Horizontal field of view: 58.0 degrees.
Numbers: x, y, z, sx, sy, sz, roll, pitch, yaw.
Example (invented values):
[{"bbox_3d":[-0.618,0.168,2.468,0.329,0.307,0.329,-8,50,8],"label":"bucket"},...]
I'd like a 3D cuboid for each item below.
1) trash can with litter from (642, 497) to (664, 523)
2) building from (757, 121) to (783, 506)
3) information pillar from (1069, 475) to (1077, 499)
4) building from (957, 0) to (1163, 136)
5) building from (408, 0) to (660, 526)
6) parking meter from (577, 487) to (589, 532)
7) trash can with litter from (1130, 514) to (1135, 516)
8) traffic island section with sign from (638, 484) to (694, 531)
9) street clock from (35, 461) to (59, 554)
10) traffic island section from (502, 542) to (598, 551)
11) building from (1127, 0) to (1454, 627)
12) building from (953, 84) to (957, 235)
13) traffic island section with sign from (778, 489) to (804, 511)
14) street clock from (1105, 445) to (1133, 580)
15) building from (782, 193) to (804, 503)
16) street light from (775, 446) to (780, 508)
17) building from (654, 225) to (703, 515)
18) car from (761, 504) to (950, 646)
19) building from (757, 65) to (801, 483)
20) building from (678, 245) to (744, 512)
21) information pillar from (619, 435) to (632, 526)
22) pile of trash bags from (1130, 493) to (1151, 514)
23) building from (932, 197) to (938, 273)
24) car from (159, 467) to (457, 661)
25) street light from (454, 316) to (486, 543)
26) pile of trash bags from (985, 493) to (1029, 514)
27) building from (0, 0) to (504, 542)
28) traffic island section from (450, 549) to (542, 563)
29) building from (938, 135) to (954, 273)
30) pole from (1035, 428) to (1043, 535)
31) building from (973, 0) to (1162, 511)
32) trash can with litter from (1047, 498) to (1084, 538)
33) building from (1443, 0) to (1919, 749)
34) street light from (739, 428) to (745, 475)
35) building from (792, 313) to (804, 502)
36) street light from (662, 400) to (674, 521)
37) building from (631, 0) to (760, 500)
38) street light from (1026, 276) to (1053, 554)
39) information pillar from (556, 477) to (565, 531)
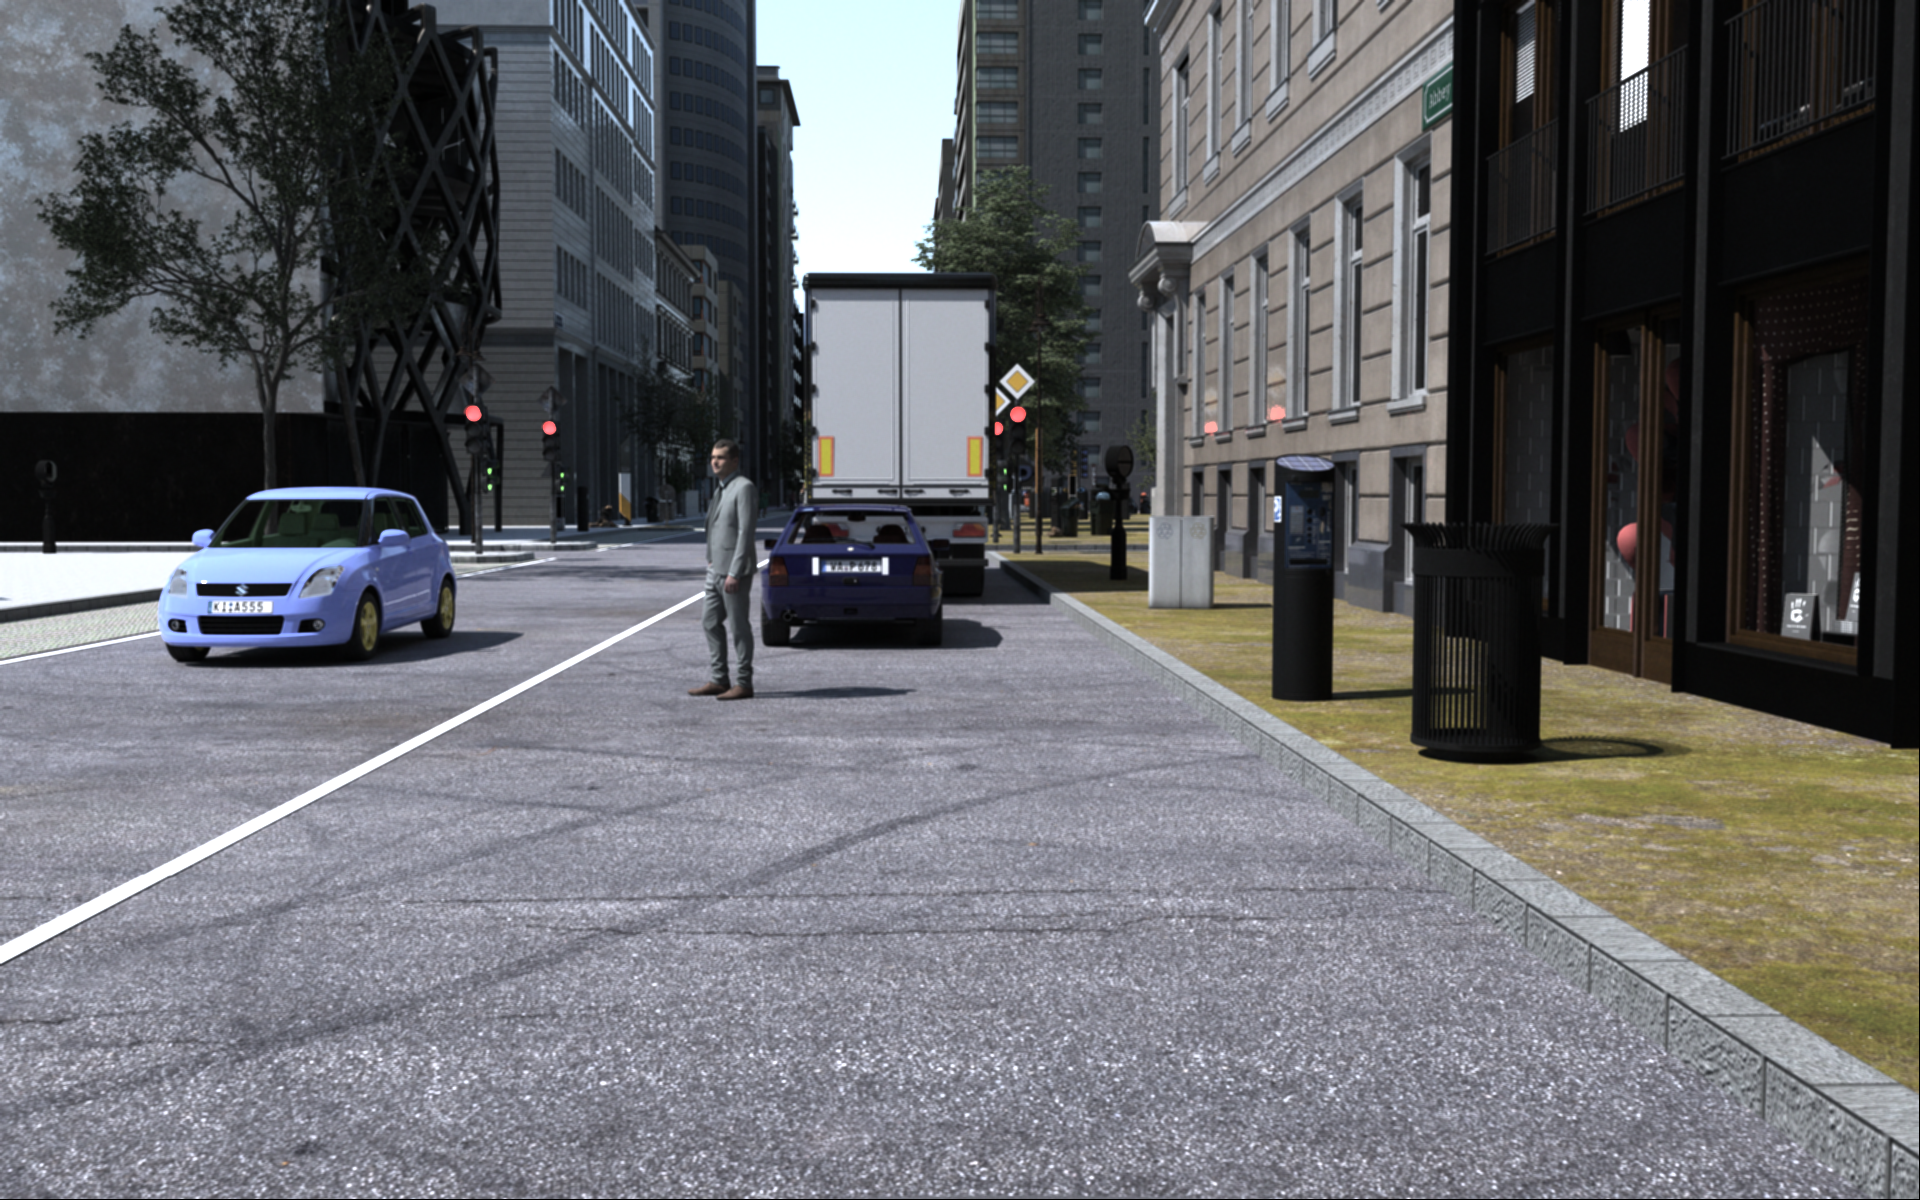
[{"bbox_3d":[-13.744,-4.055,77.691,0.624,1.170,1.055,1,4,19],"label":"trash can with litter"},{"bbox_3d":[-26.448,-30.627,184.352,14.154,41.232,14.086,0,4,-2],"label":"building"},{"bbox_3d":[4.329,-3.801,66.636,0.304,2.012,0.304,0,4,2],"label":"information pillar"},{"bbox_3d":[10.712,-32.382,153.150,21.300,48.544,21.600,0,4,-2],"label":"building"},{"bbox_3d":[-22.160,-18.708,83.376,11.434,29.767,29.804,0,4,-2],"label":"building"},{"bbox_3d":[-12.927,-3.116,59.350,0.372,1.533,0.369,0,3,0],"label":"parking meter"},{"bbox_3d":[9.151,-5.511,101.158,2.233,1.210,1.678,0,4,1],"label":"trash can with litter"},{"bbox_3d":[-11.404,-3.595,67.400,1.989,1.847,2.006,0,4,-2],"label":"traffic island section with sign"},{"bbox_3d":[-19.693,-2.008,37.405,0.358,2.002,0.471,0,4,8],"label":"street clock"},{"bbox_3d":[-10.574,-1.387,44.957,2.009,0.180,2.903,0,4,-2],"label":"traffic island section"},{"bbox_3d":[10.525,-14.630,25.101,13.634,28.700,20.117,0,4,-2],"label":"building"},{"bbox_3d":[10.682,-34.222,179.130,23.786,49.044,30.456,0,4,-2],"label":"building"},{"bbox_3d":[-14.205,-8.331,144.846,1.989,1.847,2.006,0,4,-2],"label":"traffic island section with sign"},{"bbox_3d":[2.376,-1.304,25.897,0.358,2.002,0.471,2,4,35],"label":"street clock"},{"bbox_3d":[-34.456,-38.444,248.168,23.786,49.044,30.456,0,4,-2],"label":"building"},{"bbox_3d":[-16.749,-11.418,159.464,0.468,5.910,1.993,0,4,-2],"label":"street light"},{"bbox_3d":[-22.415,-14.916,108.501,10.561,19.102,19.286,0,4,-2],"label":"building"},{"bbox_3d":[-1.064,-0.315,17.735,1.945,1.354,3.894,0,4,-2],"label":"car"},{"bbox_3d":[-34.898,-38.438,217.707,28.713,52.752,27.495,0,4,-2],"label":"building"},{"bbox_3d":[-32.011,-17.699,134.423,27.650,21.520,28.899,0,4,-2],"label":"building"},{"bbox_3d":[-13.316,-4.742,68.885,0.504,3.616,0.183,-3,5,-44],"label":"information pillar"},{"bbox_3d":[11.535,-6.188,110.918,1.912,1.369,3.447,1,4,15],"label":"pile of trash bags"},{"bbox_3d":[7.156,-36.454,250.650,22.147,44.769,28.867,0,4,-2],"label":"building"},{"bbox_3d":[-5.927,-0.391,15.988,1.945,1.707,3.694,0,4,-1],"label":"car"},{"bbox_3d":[-12.676,-4.416,44.991,0.468,5.910,1.993,0,4,-2],"label":"street light"},{"bbox_3d":[3.201,-6.387,114.176,3.447,1.369,1.912,1,4,23],"label":"pile of trash bags"},{"bbox_3d":[-23.333,-11.412,54.036,16.820,18.784,16.811,0,4,-2],"label":"building"},{"bbox_3d":[-10.285,-0.899,36.977,2.009,0.180,2.903,0,4,-2],"label":"traffic island section"},{"bbox_3d":[8.036,-36.796,225.311,21.300,48.544,21.600,0,4,-2],"label":"building"},{"bbox_3d":[2.455,-3.667,53.798,0.158,3.312,0.155,0,3,0],"label":"pole"},{"bbox_3d":[7.934,-27.637,135.452,14.154,41.232,14.086,0,4,-2],"label":"building"},{"bbox_3d":[3.113,-2.440,51.276,1.055,1.170,0.624,-3,4,-39],"label":"trash can with litter"},{"bbox_3d":[10.810,-10.865,7.321,12.332,23.373,15.834,0,4,-2],"label":"building"},{"bbox_3d":[-15.305,-9.096,121.503,0.468,5.910,1.993,0,4,-2],"label":"street light"},{"bbox_3d":[-30.026,-30.547,271.150,14.160,30.474,14.107,0,4,-2],"label":"building"},{"bbox_3d":[-13.965,-6.719,82.637,0.468,5.910,1.993,0,4,-2],"label":"street light"},{"bbox_3d":[-30.624,-37.954,162.550,21.231,58.520,28.212,0,4,-2],"label":"building"},{"bbox_3d":[1.689,-3.923,36.927,0.468,5.910,1.993,0,4,-2],"label":"street light"},{"bbox_3d":[-13.965,-3.418,60.370,0.304,2.012,0.304,0,4,2],"label":"information pillar"}]
